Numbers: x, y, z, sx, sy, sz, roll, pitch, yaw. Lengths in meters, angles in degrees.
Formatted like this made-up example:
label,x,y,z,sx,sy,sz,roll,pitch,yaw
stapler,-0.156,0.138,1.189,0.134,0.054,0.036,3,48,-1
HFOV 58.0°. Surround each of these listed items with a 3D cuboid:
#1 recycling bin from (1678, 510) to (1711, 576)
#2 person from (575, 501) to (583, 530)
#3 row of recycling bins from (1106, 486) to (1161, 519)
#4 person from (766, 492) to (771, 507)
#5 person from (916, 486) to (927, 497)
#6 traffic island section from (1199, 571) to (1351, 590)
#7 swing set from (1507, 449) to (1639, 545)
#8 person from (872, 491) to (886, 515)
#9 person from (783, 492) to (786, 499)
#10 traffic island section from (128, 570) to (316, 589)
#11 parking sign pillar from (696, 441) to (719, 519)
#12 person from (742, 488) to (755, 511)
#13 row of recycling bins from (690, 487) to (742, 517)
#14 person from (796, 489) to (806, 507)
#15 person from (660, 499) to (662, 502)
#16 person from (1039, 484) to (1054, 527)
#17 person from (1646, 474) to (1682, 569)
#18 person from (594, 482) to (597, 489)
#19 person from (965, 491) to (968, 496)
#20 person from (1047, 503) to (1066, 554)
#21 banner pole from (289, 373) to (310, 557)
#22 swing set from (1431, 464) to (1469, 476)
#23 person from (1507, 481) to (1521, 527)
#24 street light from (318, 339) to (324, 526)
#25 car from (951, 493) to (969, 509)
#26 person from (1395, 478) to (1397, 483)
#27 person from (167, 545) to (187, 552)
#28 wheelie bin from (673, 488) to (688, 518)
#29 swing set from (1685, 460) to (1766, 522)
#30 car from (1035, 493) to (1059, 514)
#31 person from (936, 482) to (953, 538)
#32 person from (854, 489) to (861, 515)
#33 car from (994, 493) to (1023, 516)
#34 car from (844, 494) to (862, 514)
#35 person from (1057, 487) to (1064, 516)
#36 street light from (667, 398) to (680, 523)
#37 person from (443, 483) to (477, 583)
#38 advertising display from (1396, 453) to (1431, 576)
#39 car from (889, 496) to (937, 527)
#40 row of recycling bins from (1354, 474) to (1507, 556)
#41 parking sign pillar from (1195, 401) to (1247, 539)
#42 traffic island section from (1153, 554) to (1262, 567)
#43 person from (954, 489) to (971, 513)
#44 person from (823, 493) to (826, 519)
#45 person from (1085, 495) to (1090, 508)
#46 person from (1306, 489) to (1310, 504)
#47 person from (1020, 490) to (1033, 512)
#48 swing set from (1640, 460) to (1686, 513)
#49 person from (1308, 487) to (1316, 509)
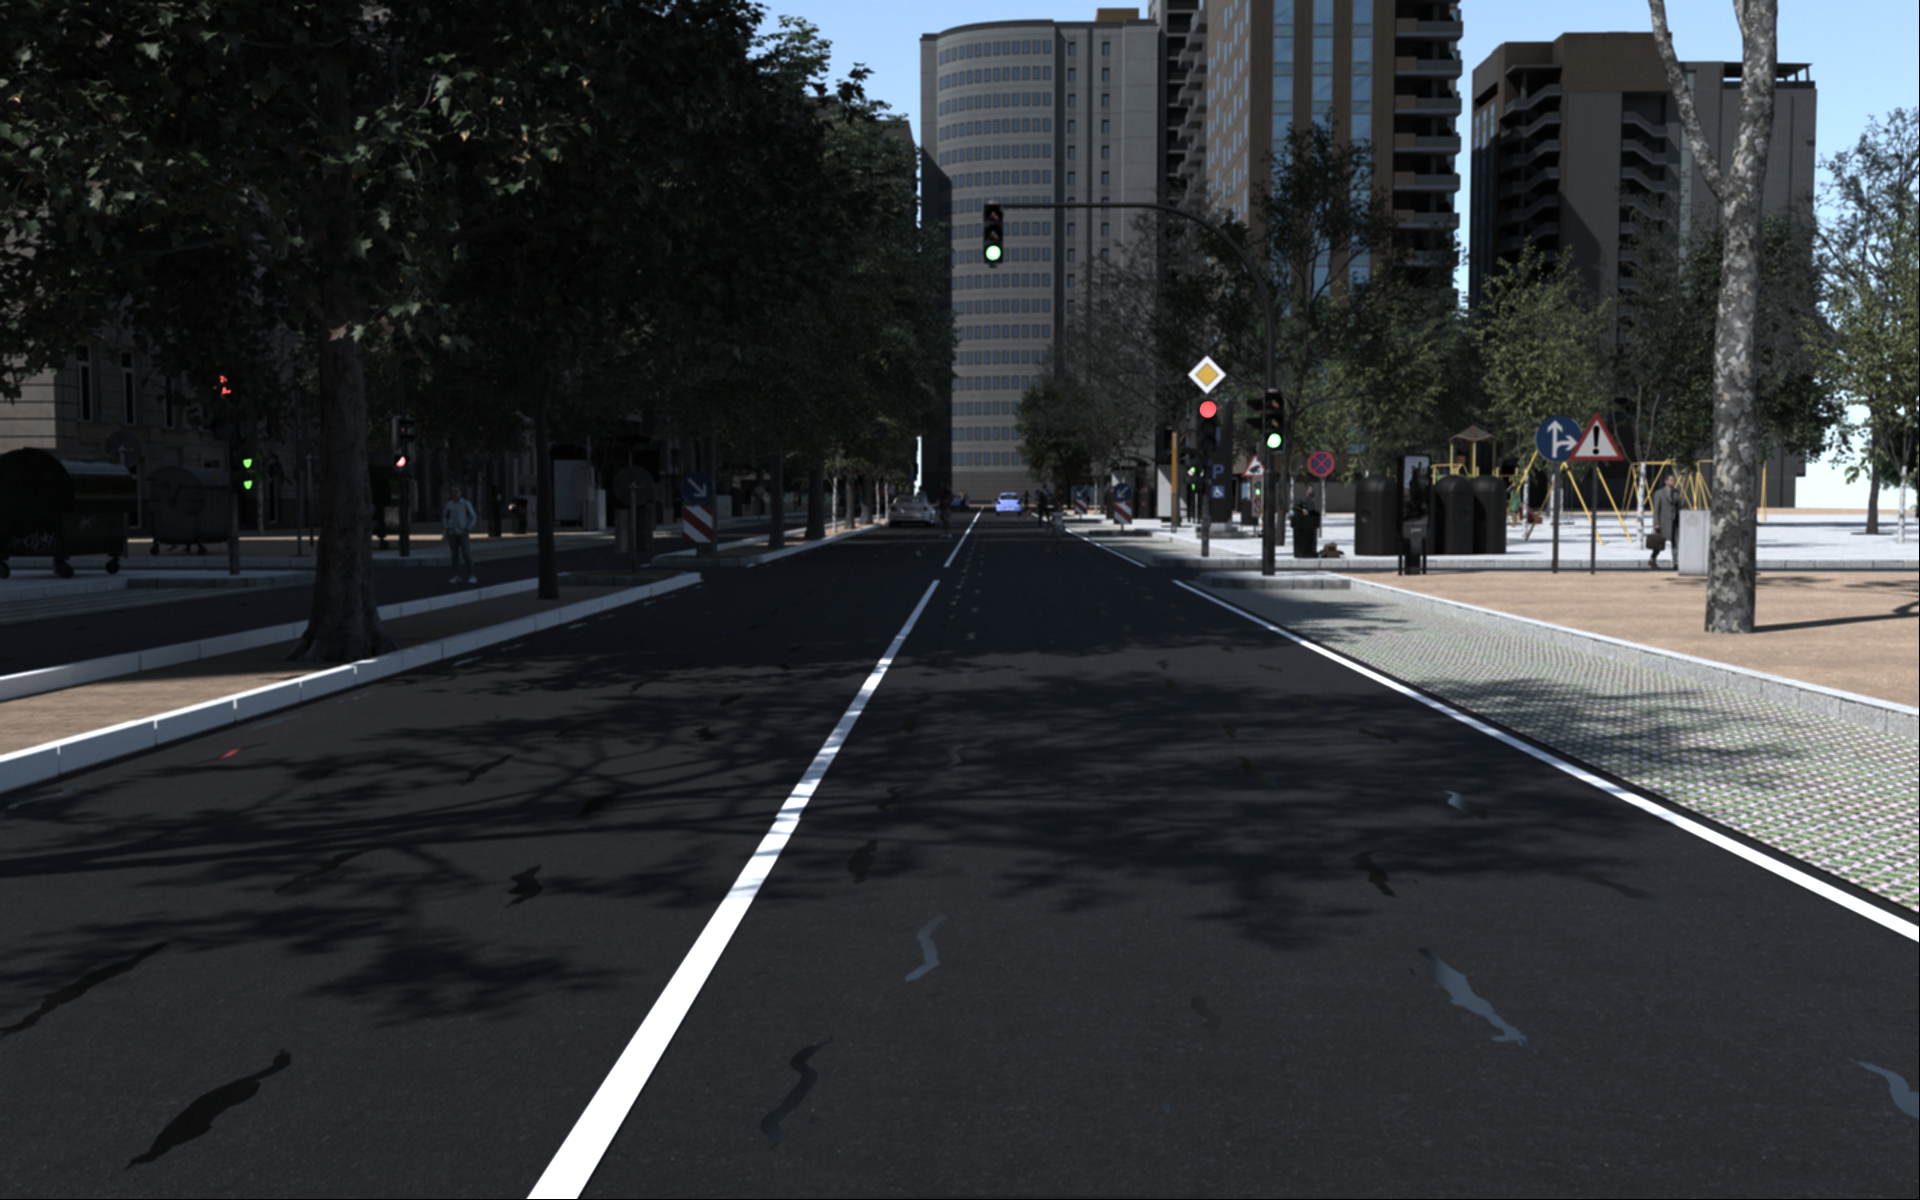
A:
label,x,y,z,sx,sy,sz,roll,pitch,yaw
recycling bin,11.717,-0.901,27.288,0.722,1.027,0.722,1,4,22
person,-13.567,-3.421,62.564,0.643,1.750,0.593,1,4,11
row of recycling bins,9.163,-5.001,88.872,3.534,1.692,1.069,2,4,26
person,-18.897,-10.289,174.224,1.348,1.831,0.705,-2,4,-30
person,-1.949,-4.698,85.183,0.638,1.841,0.748,2,4,28
traffic island section,4.870,-0.306,27.286,2.009,0.180,2.903,0,4,1
swing set,16.047,-2.956,45.956,2.862,2.851,3.119,2,4,35
person,-5.360,-6.380,112.746,1.348,1.831,0.705,-2,4,-28
person,-14.718,-8.359,142.716,0.705,1.824,1.348,-3,5,-41
traffic island section,-11.569,-0.324,27.585,2.009,0.180,2.903,0,4,1
parking sign pillar,-13.045,-6.112,88.399,1.447,3.967,1.447,1,4,13
person,-16.052,-7.584,130.857,1.217,1.723,0.721,-1,4,-12
row of recycling bins,-14.235,-5.624,99.068,3.534,1.692,1.069,0,4,-6
person,-15.970,-10.188,172.702,1.350,1.814,0.705,3,4,36
person,-15.916,-5.202,91.066,0.573,1.828,0.580,-1,4,-19
person,3.751,-4.129,75.791,0.659,1.850,0.755,-3,5,-44
person,13.513,-1.495,33.041,0.694,1.812,0.767,-1,4,-18
person,-14.195,-3.649,66.375,0.598,1.740,0.731,1,4,22
person,0.448,-10.874,186.744,0.683,1.767,0.568,-2,4,-27
person,2.313,-1.703,41.355,0.382,1.210,0.505,3,4,36
banner pole,-13.460,-2.758,35.112,0.401,3.779,0.863,-1,4,-13
swing set,25.801,-5.769,91.936,2.862,2.851,3.119,-1,4,-16
person,21.668,-3.754,67.676,0.600,1.795,0.529,2,4,35
street light,-13.473,-3.901,36.568,0.468,5.910,1.993,0,4,1
car,-0.014,-9.751,169.027,1.945,1.707,3.694,0,4,3
person,12.962,-2.757,51.298,0.419,1.800,0.721,-1,4,-20
person,-17.421,-1.974,38.558,0.529,1.795,0.600,0,4,7
wheelie bin,-14.918,-5.180,92.604,0.980,1.594,0.693,2,4,34
swing set,35.645,-5.063,80.399,3.119,2.851,2.862,2,4,28
car,6.402,-7.013,124.454,2.009,1.686,4.222,0,4,2
person,-0.489,-2.988,57.329,0.580,1.828,0.573,1,4,10
person,-6.989,-6.588,116.663,0.683,1.767,0.568,1,4,21
car,3.260,-6.480,115.535,1.945,1.707,3.694,0,4,1
car,-7.381,-7.156,125.804,1.959,1.807,4.718,0,4,2
person,6.522,-6.345,111.867,0.705,1.869,1.348,-1,4,-9
street light,-12.737,-6.383,77.156,0.468,5.910,1.993,0,4,1
person,-8.090,-1.078,27.941,0.589,1.601,0.330,1,4,17
advertising display,7.208,-1.366,27.540,0.123,1.923,0.974,3,5,40
car,-2.094,-3.910,76.292,2.083,1.381,4.827,0,4,3
row of recycling bins,9.996,-1.801,36.559,3.534,1.692,1.069,-1,4,-20
parking sign pillar,7.549,-3.757,49.898,1.447,3.967,1.447,1,4,18
traffic island section,5.013,-0.794,35.269,2.009,0.180,2.903,0,4,1
person,0.194,-7.498,131.094,1.348,1.823,0.705,-1,4,-9
person,-7.929,-5.479,98.048,0.622,1.834,0.822,-1,4,-19
person,12.042,-9.521,164.944,0.697,1.427,0.421,1,4,21
person,22.473,-6.354,111.395,0.415,1.643,0.593,-2,4,-27
person,5.395,-8.087,141.441,1.217,1.743,0.721,-1,4,-23
swing set,34.209,-5.286,84.049,3.119,2.851,2.862,0,4,-8
person,20.687,-5.842,101.987,0.576,1.772,0.534,3,4,38
